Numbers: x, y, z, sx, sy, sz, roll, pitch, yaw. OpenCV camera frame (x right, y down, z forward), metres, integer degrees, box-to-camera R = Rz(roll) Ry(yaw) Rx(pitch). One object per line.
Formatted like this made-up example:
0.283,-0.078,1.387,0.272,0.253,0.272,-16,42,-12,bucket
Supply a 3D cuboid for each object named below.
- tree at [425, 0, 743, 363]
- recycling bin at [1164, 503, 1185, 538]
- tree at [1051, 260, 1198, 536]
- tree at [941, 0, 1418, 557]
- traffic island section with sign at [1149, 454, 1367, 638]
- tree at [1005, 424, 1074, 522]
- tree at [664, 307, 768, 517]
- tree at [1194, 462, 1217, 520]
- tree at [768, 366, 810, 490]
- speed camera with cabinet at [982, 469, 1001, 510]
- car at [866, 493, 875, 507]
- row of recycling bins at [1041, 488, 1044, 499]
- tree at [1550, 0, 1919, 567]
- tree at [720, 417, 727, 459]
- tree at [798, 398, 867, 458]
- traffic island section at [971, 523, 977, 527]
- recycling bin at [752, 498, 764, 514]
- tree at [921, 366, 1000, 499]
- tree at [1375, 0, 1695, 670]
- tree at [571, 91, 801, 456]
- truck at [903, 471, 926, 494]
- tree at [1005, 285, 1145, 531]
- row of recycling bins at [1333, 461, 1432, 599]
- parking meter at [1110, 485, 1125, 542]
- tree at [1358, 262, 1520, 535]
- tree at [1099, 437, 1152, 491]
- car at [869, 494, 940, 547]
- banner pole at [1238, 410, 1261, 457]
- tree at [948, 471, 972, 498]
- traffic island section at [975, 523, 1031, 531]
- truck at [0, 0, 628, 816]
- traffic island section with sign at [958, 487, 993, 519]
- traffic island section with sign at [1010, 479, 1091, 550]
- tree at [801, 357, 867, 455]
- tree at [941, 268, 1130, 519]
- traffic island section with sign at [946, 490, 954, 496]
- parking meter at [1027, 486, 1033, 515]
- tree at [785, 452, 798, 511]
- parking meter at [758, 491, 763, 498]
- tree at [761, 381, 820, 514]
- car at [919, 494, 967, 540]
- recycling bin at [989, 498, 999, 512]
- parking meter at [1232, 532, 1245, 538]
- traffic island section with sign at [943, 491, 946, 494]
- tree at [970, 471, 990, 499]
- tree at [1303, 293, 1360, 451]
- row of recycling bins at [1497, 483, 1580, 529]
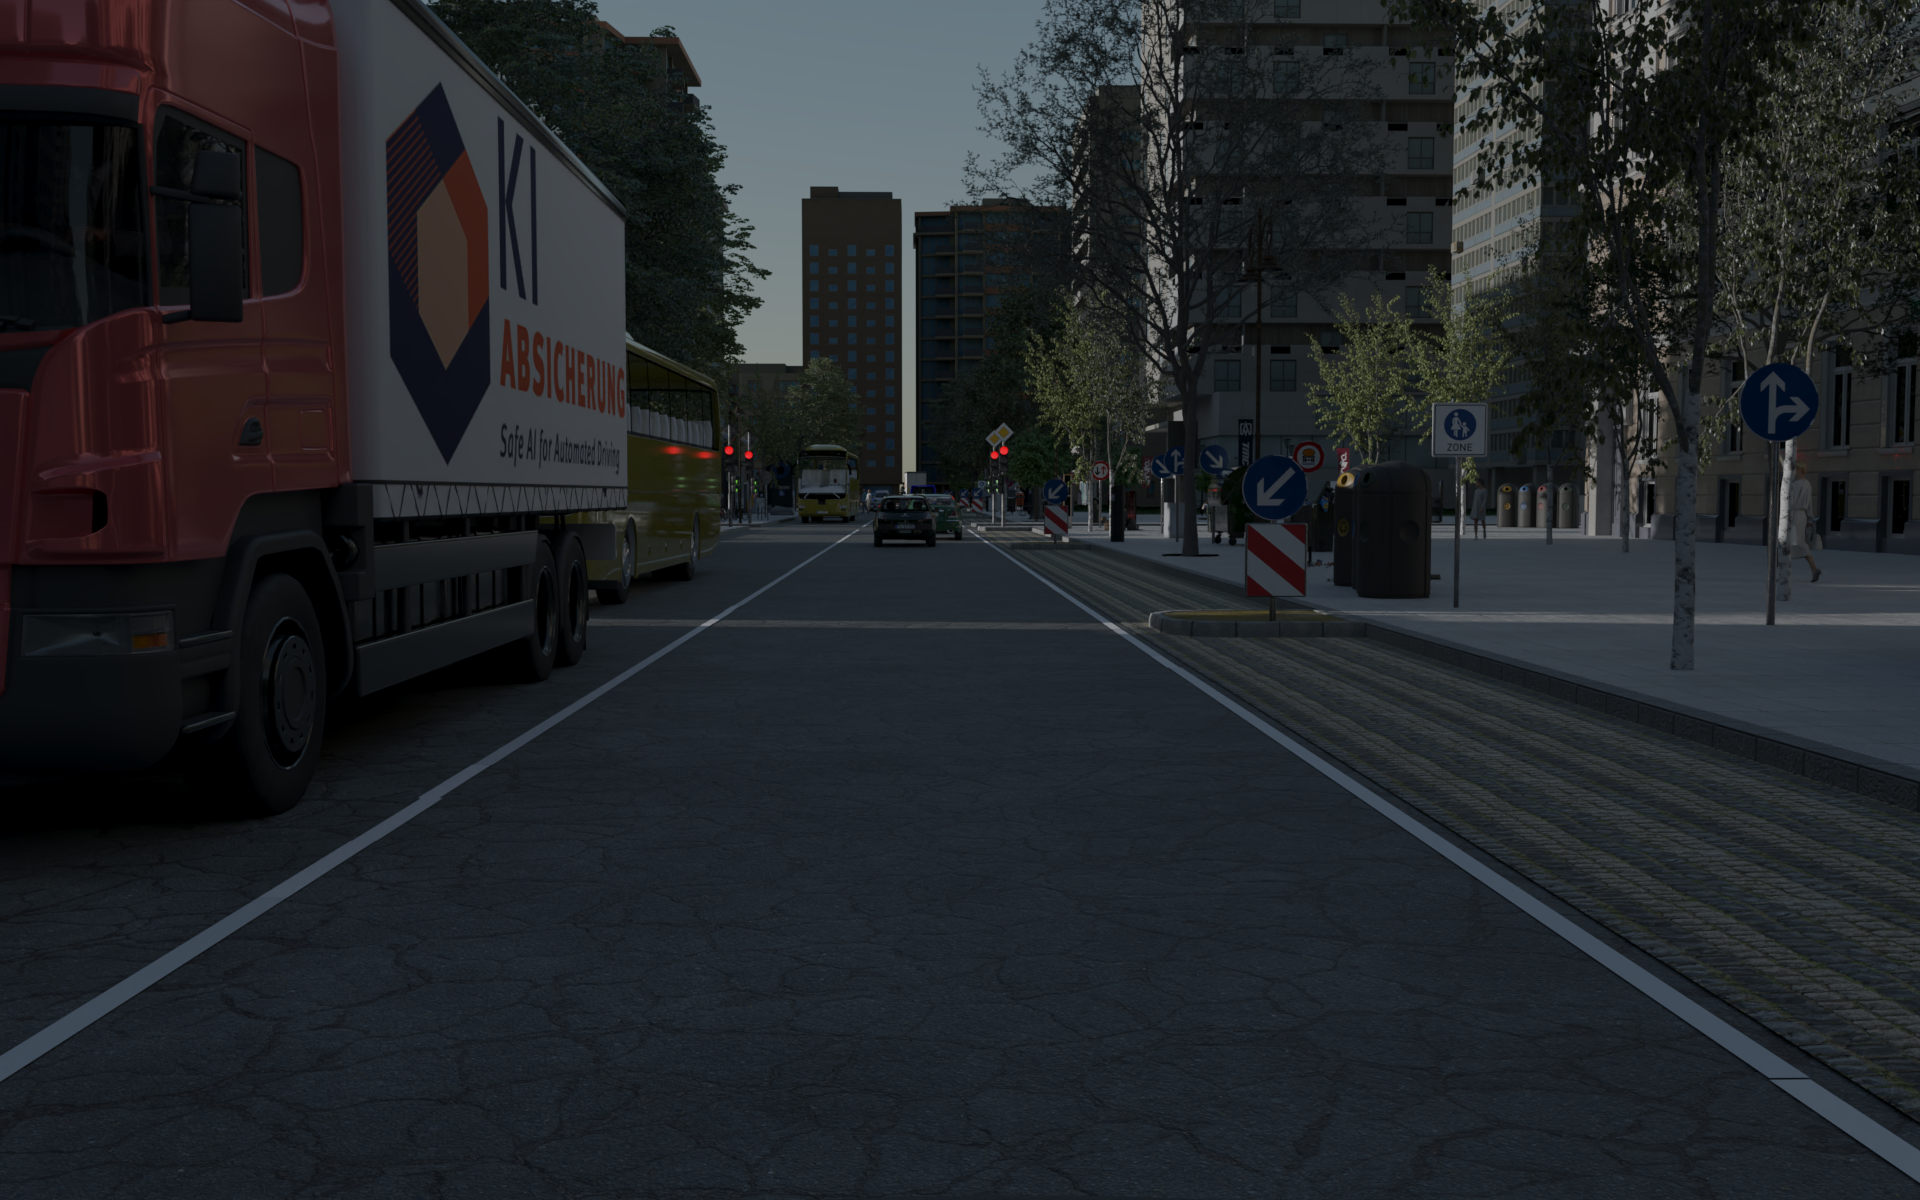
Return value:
-9.481,-8.133,39.629,9.857,13.997,8.962,0,3,0,tree
6.388,-2.331,50.670,0.722,1.027,0.722,0,4,-4,recycling bin
4.877,-6.266,52.809,4.360,8.622,3.978,0,3,0,tree
4.687,-7.650,35.442,12.009,13.543,11.850,0,3,0,tree
3.031,-0.581,18.128,1.989,1.847,2.006,0,4,-1,traffic island section with sign
3.574,-5.911,80.358,4.285,4.588,4.351,0,3,0,tree
-9.843,-6.821,61.886,4.737,8.622,4.395,0,3,0,tree
12.974,-5.879,90.730,1.663,3.219,1.824,0,3,0,tree
-10.770,-9.027,97.959,4.737,8.622,4.395,0,3,0,tree
2.497,-8.673,136.140,2.038,3.252,0.660,-2,4,-31,speed camera with cabinet
-9.476,-11.073,190.630,1.945,1.707,3.694,0,4,0,car
6.207,-7.149,124.004,1.069,1.692,3.534,-1,4,-10,row of recycling bins
14.031,-5.862,30.253,7.601,10.594,8.767,1,4,9,tree
-19.839,-11.274,134.689,4.360,8.622,3.978,0,3,0,tree
-12.324,-13.600,156.768,8.767,10.594,7.601,0,4,8,tree
1.525,-3.289,76.055,2.009,0.180,2.903,0,4,-1,traffic island section
-13.286,-6.181,113.614,0.722,1.027,0.722,3,5,43,recycling bin
1.369,-16.019,168.565,9.857,13.997,8.962,0,3,0,tree
5.125,-3.806,12.592,4.360,8.622,3.978,0,3,0,tree
-9.259,-8.036,49.513,7.486,12.596,7.792,0,3,0,tree
-5.760,-14.156,220.362,2.839,4.237,11.283,0,4,-3,truck
4.244,-6.660,59.248,4.737,8.622,4.395,0,3,0,tree
5.580,-0.962,22.846,1.069,1.692,3.534,0,4,6,row of recycling bins
4.224,-2.324,46.415,0.372,1.533,0.369,0,3,0,parking meter
15.610,-6.352,54.225,4.737,8.622,4.395,0,3,0,tree
9.399,-7.083,99.514,4.285,4.588,4.351,0,3,0,tree
-1.554,-2.362,48.406,2.009,1.686,4.222,0,4,-2,car
8.523,-3.717,50.795,0.863,3.779,0.401,-1,4,-13,banner pole
-0.003,-14.172,215.420,4.285,4.588,4.351,0,3,0,tree
1.733,-2.801,68.073,2.009,0.180,2.903,0,4,-1,traffic island section
-4.260,-1.356,11.077,2.839,4.237,11.283,0,4,-2,truck
0.874,-5.650,101.009,1.989,1.847,2.006,0,4,-1,traffic island section with sign
2.325,-2.229,45.074,1.989,1.847,2.006,0,4,-1,traffic island section with sign
-11.171,-13.767,143.222,7.486,12.596,7.792,0,3,0,tree
3.832,-10.462,88.062,9.611,12.733,9.660,0,3,0,tree
0.166,-7.346,128.732,1.989,1.847,2.006,0,4,-1,traffic island section with sign
4.438,-6.266,108.162,0.399,1.863,0.255,2,4,28,parking meter
-12.238,-8.838,128.211,4.285,4.588,4.351,0,3,0,tree
-14.330,-7.113,124.705,0.372,1.533,0.369,0,3,0,parking meter
-10.822,-9.892,112.097,4.360,8.622,3.978,0,3,0,tree
-0.834,-2.663,55.335,2.131,1.459,4.920,0,4,0,car
2.406,-6.821,124.084,0.722,1.027,0.722,0,4,1,recycling bin
8.100,-2.732,50.372,0.399,1.863,0.255,-1,4,-10,parking meter
-1.111,-10.345,177.776,1.989,1.847,2.006,0,4,-1,traffic island section with sign
1.801,-9.165,144.455,1.663,3.219,1.824,0,3,0,tree
14.452,-6.807,61.660,4.737,8.622,4.395,0,3,0,tree
21.954,-3.588,65.784,1.069,1.692,3.534,-2,4,-35,row of recycling bins
